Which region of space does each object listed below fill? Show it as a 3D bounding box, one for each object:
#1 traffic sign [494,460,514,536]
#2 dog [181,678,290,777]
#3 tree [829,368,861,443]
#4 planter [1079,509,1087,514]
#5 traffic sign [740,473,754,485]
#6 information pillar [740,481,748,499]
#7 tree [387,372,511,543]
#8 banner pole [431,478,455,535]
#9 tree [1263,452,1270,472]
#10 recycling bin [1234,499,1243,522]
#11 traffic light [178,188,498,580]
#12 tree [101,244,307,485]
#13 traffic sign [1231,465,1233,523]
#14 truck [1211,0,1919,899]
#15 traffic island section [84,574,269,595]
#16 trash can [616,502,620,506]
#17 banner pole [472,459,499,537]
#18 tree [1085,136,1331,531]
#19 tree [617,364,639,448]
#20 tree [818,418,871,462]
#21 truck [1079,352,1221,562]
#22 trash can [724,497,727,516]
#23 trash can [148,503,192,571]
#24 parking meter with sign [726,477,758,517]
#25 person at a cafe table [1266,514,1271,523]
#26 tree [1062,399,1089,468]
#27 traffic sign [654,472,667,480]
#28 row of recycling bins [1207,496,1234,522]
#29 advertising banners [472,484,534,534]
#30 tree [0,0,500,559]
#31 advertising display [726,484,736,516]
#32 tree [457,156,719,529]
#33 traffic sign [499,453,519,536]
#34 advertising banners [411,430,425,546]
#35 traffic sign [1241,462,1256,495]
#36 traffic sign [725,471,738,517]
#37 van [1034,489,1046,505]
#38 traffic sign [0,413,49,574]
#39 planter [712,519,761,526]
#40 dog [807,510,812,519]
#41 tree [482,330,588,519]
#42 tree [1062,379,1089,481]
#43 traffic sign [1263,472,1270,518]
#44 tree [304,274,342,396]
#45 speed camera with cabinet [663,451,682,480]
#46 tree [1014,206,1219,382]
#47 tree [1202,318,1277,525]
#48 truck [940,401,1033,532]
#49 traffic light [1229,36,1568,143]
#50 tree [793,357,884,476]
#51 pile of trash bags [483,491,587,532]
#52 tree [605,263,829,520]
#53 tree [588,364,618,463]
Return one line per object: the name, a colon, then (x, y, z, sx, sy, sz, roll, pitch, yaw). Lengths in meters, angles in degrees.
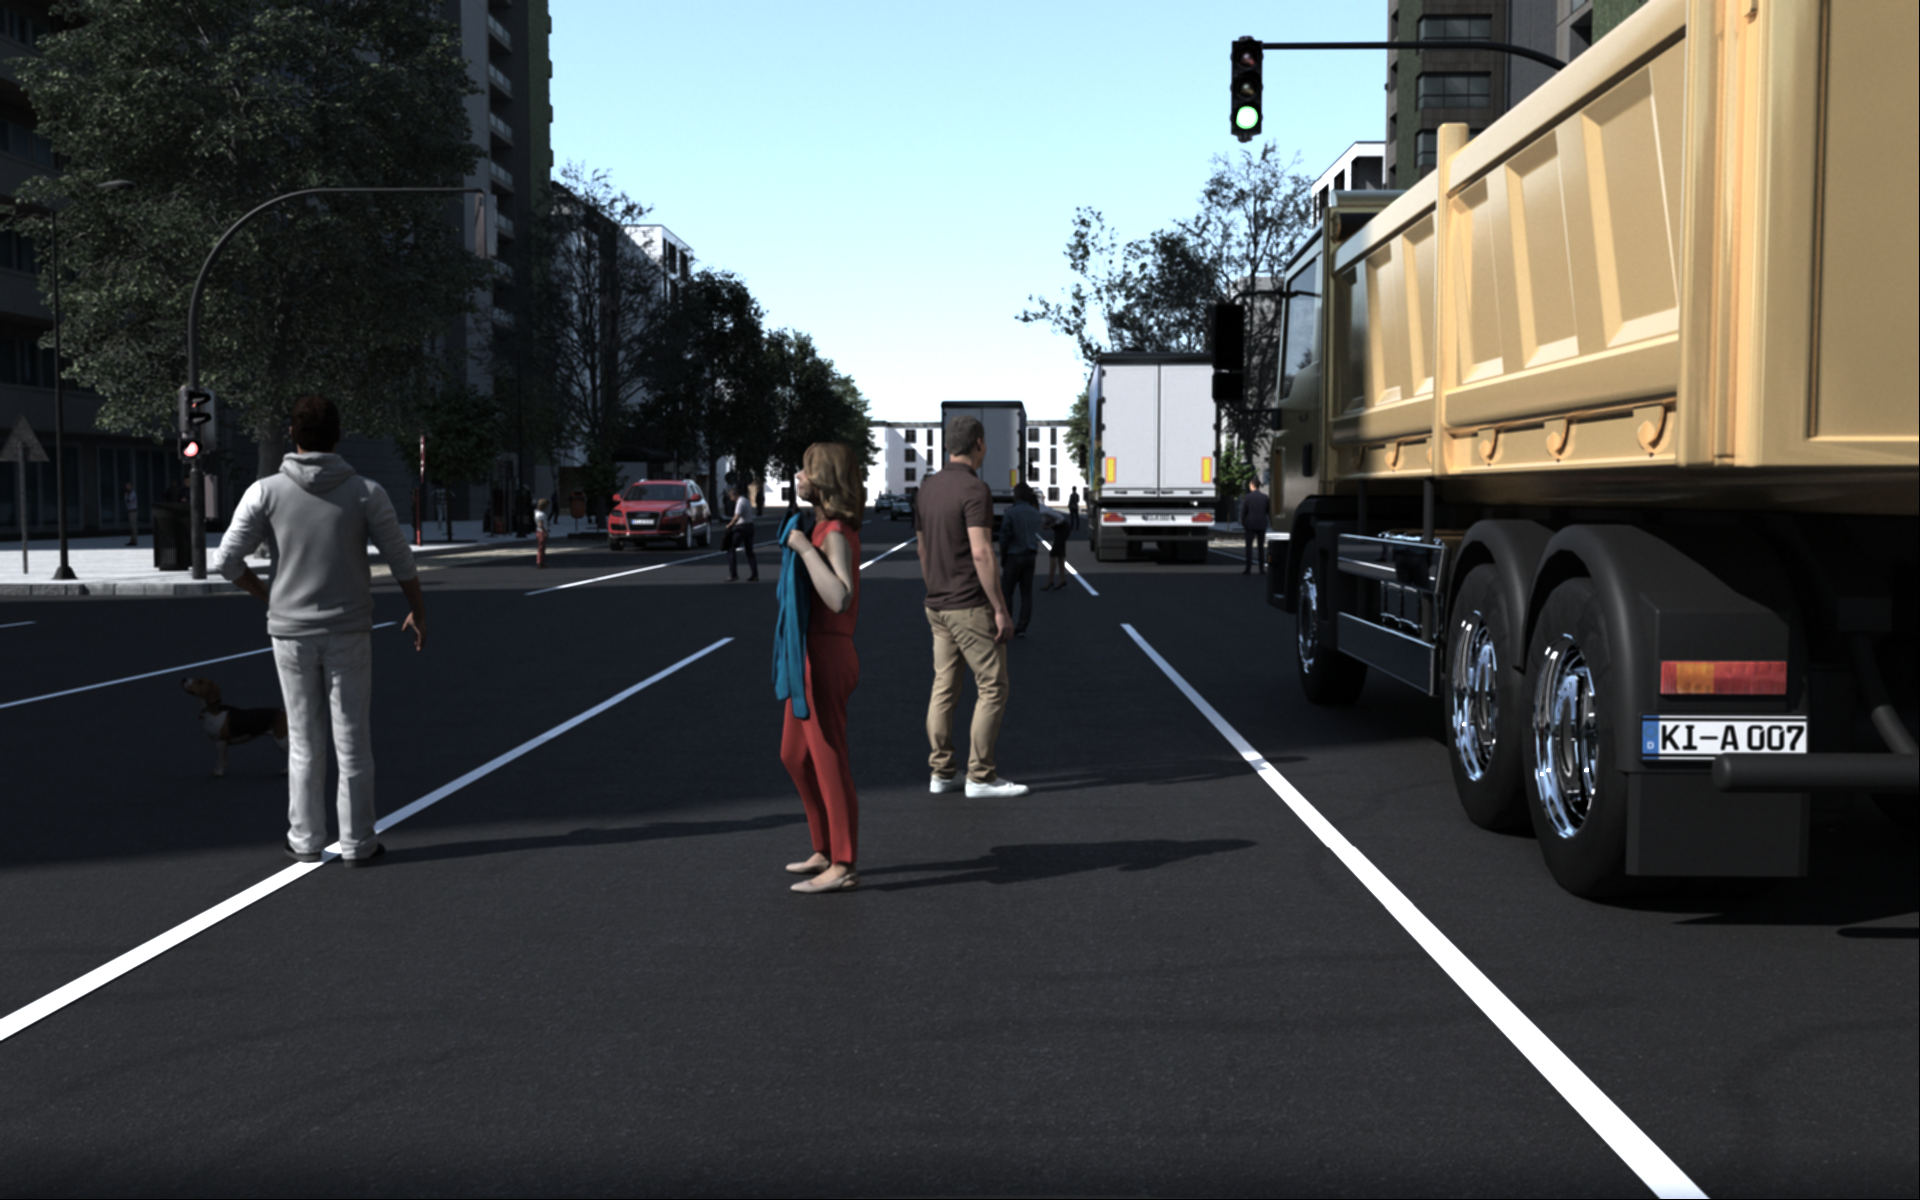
traffic sign: (-13.843, -3.086, 52.579, 0.606, 2.300, 0.079, 0, 4, 1)
dog: (-3.618, 0.638, 8.855, 0.406, 0.507, 0.540, 2, 4, 28)
tree: (-11.531, -12.316, 118.374, 9.611, 12.733, 9.660, 0, 3, 0)
planter: (9.554, -6.501, 127.436, 1.991, 0.319, 1.994, 0, 4, 1)
traffic sign: (-11.835, -5.877, 96.191, 0.768, 2.556, 0.104, 0, 4, 5)
information pillar: (-11.911, -5.563, 95.444, 0.304, 2.012, 0.304, -3, 5, -44)
tree: (-13.584, -3.822, 46.197, 4.285, 4.588, 4.351, 0, 3, 0)
banner pole: (-16.418, -3.963, 54.808, 0.863, 3.779, 0.401, 1, 4, 21)
tree: (18.434, -6.839, 95.539, 4.285, 4.588, 4.351, 0, 3, 0)
recycling bin: (13.186, -4.183, 80.954, 0.722, 1.027, 0.722, -1, 4, -22)
traffic light: (-9.322, -3.134, 25.908, 4.771, 5.953, 1.251, 0, 4, 1)
tree: (-20.379, -5.852, 46.041, 4.360, 8.622, 3.978, 0, 3, 0)
traffic sign: (11.888, -4.637, 75.825, 0.884, 2.594, 0.081, 0, 4, 7)
truck: (3.536, -0.843, 9.713, 3.469, 3.379, 9.791, 0, 4, 2)
traffic island section: (-11.455, -0.231, 26.053, 2.009, 0.180, 2.903, 0, 4, 1)
trash can: (-13.567, -3.564, 69.917, 0.748, 1.137, 0.748, 0, 3, 0)
banner pole: (-14.214, -3.773, 51.702, 0.863, 3.779, 0.401, 1, 4, 10)
tree: (10.145, -9.178, 60.429, 12.009, 13.543, 11.850, 0, 3, 0)
tree: (-19.480, -8.863, 95.267, 4.737, 8.622, 4.395, 0, 3, 0)
tree: (-11.603, -13.537, 155.741, 8.767, 10.594, 7.601, 1, 4, 22)
truck: (4.223, -3.112, 39.799, 2.839, 4.237, 11.283, 0, 4, 3)
trash can: (-13.464, -5.485, 101.335, 0.748, 1.137, 0.748, 0, 3, 0)
trash can: (-13.183, -1.062, 29.014, 0.748, 1.137, 0.748, 0, 3, 0)
parking meter with sign: (-12.170, -6.142, 96.690, 1.738, 3.016, 0.543, 0, 4, -8)
person at a cafe table: (13.681, -3.997, 76.220, 1.726, 1.238, 1.698, -1, 4, -12)
tree: (13.668, -15.079, 172.298, 9.928, 11.665, 9.643, 0, 3, 0)
traffic sign: (-13.953, -4.801, 80.620, 0.606, 2.300, 0.079, 0, 4, 6)
row of recycling bins: (11.991, -4.459, 80.015, 1.069, 1.692, 3.534, 0, 4, 2)
advertising banners: (-14.653, -3.612, 55.248, 2.074, 3.025, 0.090, 0, 4, -1)
tree: (-13.667, -7.803, 34.239, 9.857, 13.997, 8.962, 0, 3, 0)
advertising display: (-12.932, -5.772, 99.589, 0.974, 1.923, 0.123, -1, 4, -10)
tree: (-13.301, -9.364, 63.477, 12.009, 13.543, 11.850, 0, 3, 0)
traffic sign: (-13.899, -3.263, 53.455, 0.768, 2.556, 0.104, 1, 4, 10)
advertising banners: (-13.378, -2.849, 42.765, 0.090, 3.025, 2.074, -2, 4, -25)
traffic sign: (11.252, -4.160, 68.126, 0.768, 2.556, 0.104, 1, 4, 11)
traffic sign: (-12.645, -5.858, 95.892, 0.768, 2.556, 0.104, 0, 4, 2)
van: (6.481, -8.761, 150.259, 2.013, 2.044, 4.112, 0, 4, 0)
traffic sign: (-15.032, -1.700, 27.792, 0.884, 2.594, 0.081, 0, 4, 6)
planter: (-10.017, -3.468, 77.844, 1.991, 0.319, 1.994, 0, 4, 1)
dog: (-8.523, -4.810, 97.927, 0.540, 0.507, 0.406, 2, 4, 29)
tree: (-20.038, -7.830, 78.385, 4.737, 8.622, 4.395, 0, 3, 0)
tree: (13.084, -14.835, 160.683, 7.486, 12.596, 7.792, 0, 3, 0)
traffic sign: (14.089, -4.690, 78.804, 0.606, 2.300, 0.079, 0, 4, 6)
tree: (-20.609, -6.268, 52.841, 4.360, 8.622, 3.978, 0, 3, 0)
speed camera with cabinet: (-13.606, -5.193, 79.244, 2.038, 3.252, 0.660, 3, 5, 41)
tree: (10.390, -15.837, 114.828, 12.611, 20.169, 13.585, 0, 3, 0)
tree: (11.752, -7.377, 70.969, 4.360, 8.622, 3.978, 0, 3, 0)
truck: (0.951, -4.198, 57.553, 2.839, 4.237, 11.283, 0, 4, 3)
traffic light: (5.057, -2.617, 17.452, 4.771, 5.953, 1.251, 0, 4, 1)
tree: (-11.526, -13.831, 144.262, 7.486, 12.596, 7.792, 0, 3, 0)
pile of trash bags: (-14.437, -3.007, 58.918, 3.447, 1.369, 1.912, -1, 4, -21)
tree: (-12.329, -10.336, 86.006, 9.611, 12.733, 9.660, 0, 3, 0)
tree: (-20.415, -8.353, 86.927, 4.737, 8.622, 4.395, 0, 3, 0)
